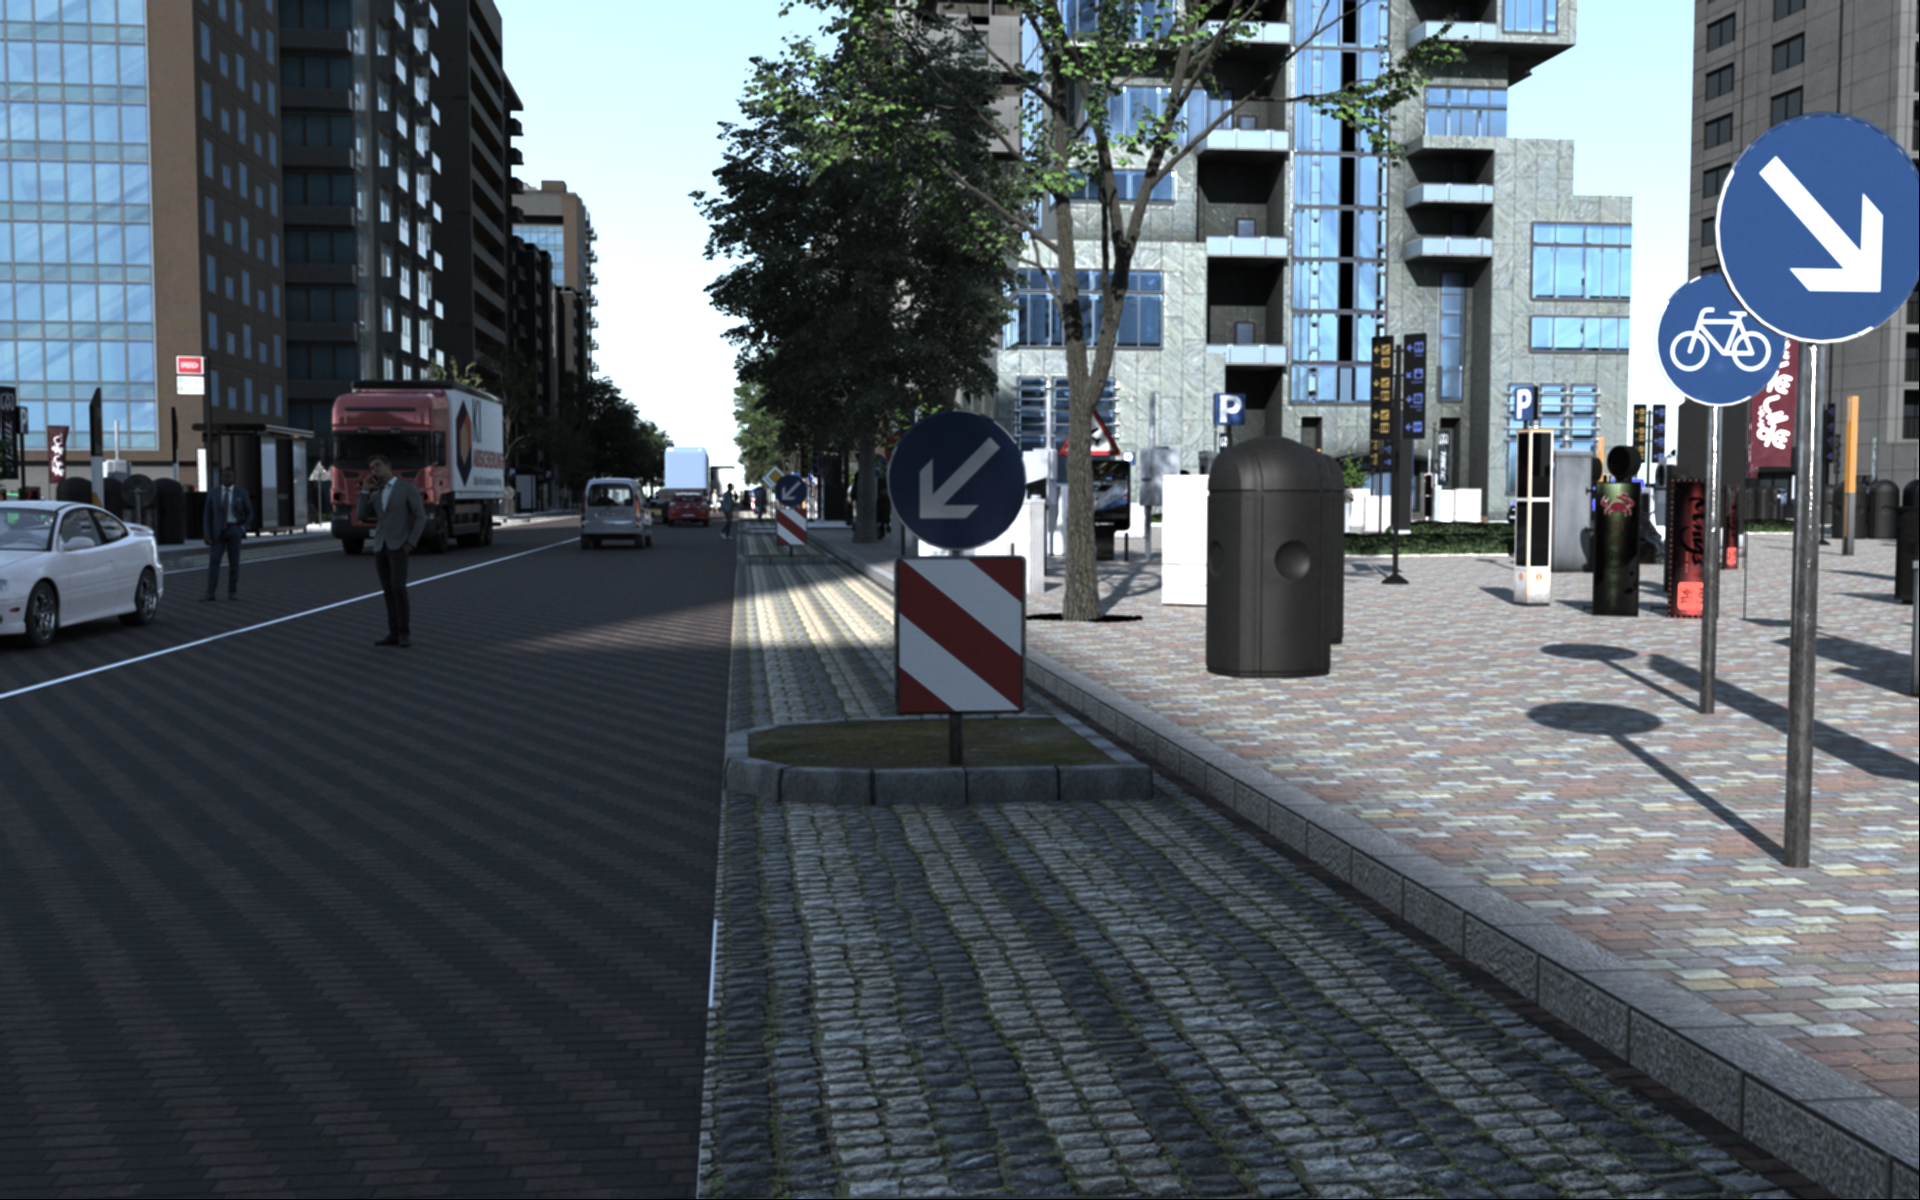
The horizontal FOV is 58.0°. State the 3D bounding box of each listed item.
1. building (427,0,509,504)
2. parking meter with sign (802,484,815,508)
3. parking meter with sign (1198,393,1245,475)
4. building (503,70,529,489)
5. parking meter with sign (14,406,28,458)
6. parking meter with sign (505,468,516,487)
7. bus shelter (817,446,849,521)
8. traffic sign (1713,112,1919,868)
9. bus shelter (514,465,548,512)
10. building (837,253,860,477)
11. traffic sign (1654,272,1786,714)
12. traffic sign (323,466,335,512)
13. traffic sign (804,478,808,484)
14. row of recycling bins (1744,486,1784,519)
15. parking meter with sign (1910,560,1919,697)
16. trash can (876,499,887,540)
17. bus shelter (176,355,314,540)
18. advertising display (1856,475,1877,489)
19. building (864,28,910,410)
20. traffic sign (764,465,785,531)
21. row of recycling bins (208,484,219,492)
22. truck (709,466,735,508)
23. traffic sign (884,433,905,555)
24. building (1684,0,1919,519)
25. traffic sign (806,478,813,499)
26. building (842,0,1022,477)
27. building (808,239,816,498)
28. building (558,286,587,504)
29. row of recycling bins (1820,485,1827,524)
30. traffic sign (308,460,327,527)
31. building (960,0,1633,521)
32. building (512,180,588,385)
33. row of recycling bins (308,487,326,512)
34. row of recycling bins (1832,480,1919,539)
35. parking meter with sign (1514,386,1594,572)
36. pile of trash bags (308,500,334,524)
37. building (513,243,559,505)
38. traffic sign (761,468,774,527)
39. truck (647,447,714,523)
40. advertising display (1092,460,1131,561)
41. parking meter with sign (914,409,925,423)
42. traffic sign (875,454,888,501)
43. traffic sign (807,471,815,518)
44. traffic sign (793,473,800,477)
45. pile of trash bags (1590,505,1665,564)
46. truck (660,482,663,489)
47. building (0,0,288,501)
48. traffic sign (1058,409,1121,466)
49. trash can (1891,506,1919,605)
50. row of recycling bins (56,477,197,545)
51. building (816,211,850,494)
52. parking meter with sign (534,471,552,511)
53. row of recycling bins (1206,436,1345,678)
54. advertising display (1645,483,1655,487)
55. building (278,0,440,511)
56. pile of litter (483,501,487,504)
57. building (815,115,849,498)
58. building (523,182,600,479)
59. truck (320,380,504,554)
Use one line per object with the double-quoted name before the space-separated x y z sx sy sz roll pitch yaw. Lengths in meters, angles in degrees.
"building" -51.404 -32.130 149.030 21.300 48.544 21.600 0 4 -7
"parking meter with sign" -11.889 -8.532 135.760 0.543 3.016 1.738 -3 5 -43
"parking meter with sign" 4.558 -2.117 30.867 0.543 3.016 1.738 0 4 -7
"building" -55.803 -31.767 174.018 22.147 44.769 28.867 0 4 -7
"parking meter with sign" -19.475 -2.329 34.343 1.738 3.016 0.543 -1 4 -12
"parking meter with sign" -30.801 -7.447 118.019 0.543 3.016 1.738 -2 4 -33
"bus shelter" -6.431 -5.772 85.653 1.731 3.624 6.357 0 4 -7
"traffic sign" 2.885 -0.354 5.895 0.768 2.556 0.104 0 4 -6
"bus shelter" -30.763 -7.937 123.698 2.014 3.302 5.546 0 4 -7
"building" -7.641 -26.515 205.214 14.160 30.474 14.107 0 4 -7
"traffic sign" 4.369 -0.608 10.054 0.768 2.556 0.104 0 4 -2
"traffic sign" -24.048 -4.072 66.576 0.884 2.594 0.081 0 4 -2
"traffic sign" -12.425 -8.484 138.711 0.884 2.594 0.081 0 4 1
"row of recycling bins" 39.750 -4.870 86.732 3.534 1.692 1.069 -1 4 -15
"parking meter with sign" 6.687 -0.925 11.388 0.543 3.016 1.738 3 4 39
"trash can" -2.424 -2.278 48.895 0.748 1.137 0.748 0 3 0
"bus shelter" -21.899 -4.605 52.917 2.179 5.291 8.768 0 4 -7
"advertising display" 31.034 -3.328 59.626 0.123 1.923 0.974 -3 4 -36
"building" -1.601 -31.407 163.621 14.600 45.320 14.200 0 4 -7
"traffic sign" -6.397 -3.453 60.095 0.795 2.450 0.064 0 4 -7
"row of recycling bins" -31.903 -3.978 72.160 3.534 1.692 1.069 1 4 22
"truck" -24.693 -11.670 179.713 2.839 4.237 11.283 -1 4 -8
"traffic sign" -1.193 -2.210 36.247 0.768 2.556 0.104 0 4 2
"building" 53.240 -39.833 89.519 20.611 71.187 20.563 0 4 -7
"traffic sign" -8.556 -6.167 100.931 0.768 2.556 0.104 0 4 -3
"building" 2.481 -36.431 184.884 28.713 52.752 27.495 0 4 -7
"building" -18.636 -39.443 295.000 14.600 45.320 14.200 0 4 -7
"building" -58.684 -28.429 236.507 14.160 30.474 14.107 0 4 -7
"row of recycling bins" 37.956 -4.120 74.474 3.534 1.692 1.069 -3 4 -38
"traffic sign" -24.677 -4.083 66.764 0.884 2.594 0.081 0 4 -4
"building" 15.629 -47.431 88.163 31.000 86.520 22.319 0 4 -7
"building" -61.465 -36.704 250.220 14.600 45.320 14.200 0 4 -7
"row of recycling bins" -38.035 -5.712 100.504 3.534 1.692 1.069 3 4 37
"row of recycling bins" 26.908 -2.593 49.508 3.534 1.692 1.069 1 4 10
"parking meter with sign" 10.007 -1.971 28.481 1.738 3.016 0.543 -1 4 -16
"pile of trash bags" -28.011 -3.942 74.207 3.447 1.369 1.912 -3 5 -40
"building" -54.012 -25.995 196.720 14.160 30.474 14.107 0 4 -7
"traffic sign" -7.400 -3.937 68.017 0.795 2.450 0.064 0 4 -7
"truck" -14.985 -6.279 92.419 2.967 4.110 18.799 0 4 -5
"advertising display" 2.774 -1.712 33.197 0.974 1.923 0.123 1 4 12
"parking meter with sign" -0.021 -2.392 35.367 1.738 3.016 0.543 -1 4 -18
"traffic sign" -2.673 -3.364 55.102 0.768 2.556 0.104 0 4 -6
"traffic sign" -7.956 -5.757 94.236 0.768 2.556 0.104 0 4 -3
"traffic sign" -9.704 -6.276 102.723 0.768 2.556 0.104 0 4 -5
"pile of trash bags" 11.330 -1.327 31.449 3.447 1.369 1.912 -3 5 -42
"truck" -33.724 -12.840 205.852 3.469 3.379 9.791 0 4 -8
"building" -40.510 -26.298 80.082 14.600 45.320 14.200 0 4 -7
"traffic sign" 1.797 -1.473 24.081 0.884 2.594 0.081 0 3 0
"trash can" 11.190 -0.515 20.072 0.748 1.137 0.748 0 3 0
"row of recycling bins" -20.778 -2.198 43.051 1.069 1.692 3.534 1 4 21
"building" -14.005 -34.820 252.908 14.154 41.232 14.086 0 4 -7
"parking meter with sign" -30.896 -8.074 128.276 0.543 3.016 1.738 1 4 20
"row of recycling bins" 2.500 -0.402 13.690 1.069 1.692 3.534 1 4 15
"advertising display" 41.885 -6.114 105.177 0.974 1.923 0.123 3 5 41
"building" -47.782 -30.393 116.541 23.786 49.044 30.456 0 4 -7
"pile of litter" -28.818 -5.579 105.183 1.719 0.858 1.176 2 4 26
"building" -12.416 -44.762 273.858 21.231 58.520 28.212 0 4 -7
"building" -68.422 -39.883 271.692 23.786 49.044 30.456 0 4 -7
"truck" -13.909 -3.421 44.843 2.839 4.237 11.283 0 4 -6
